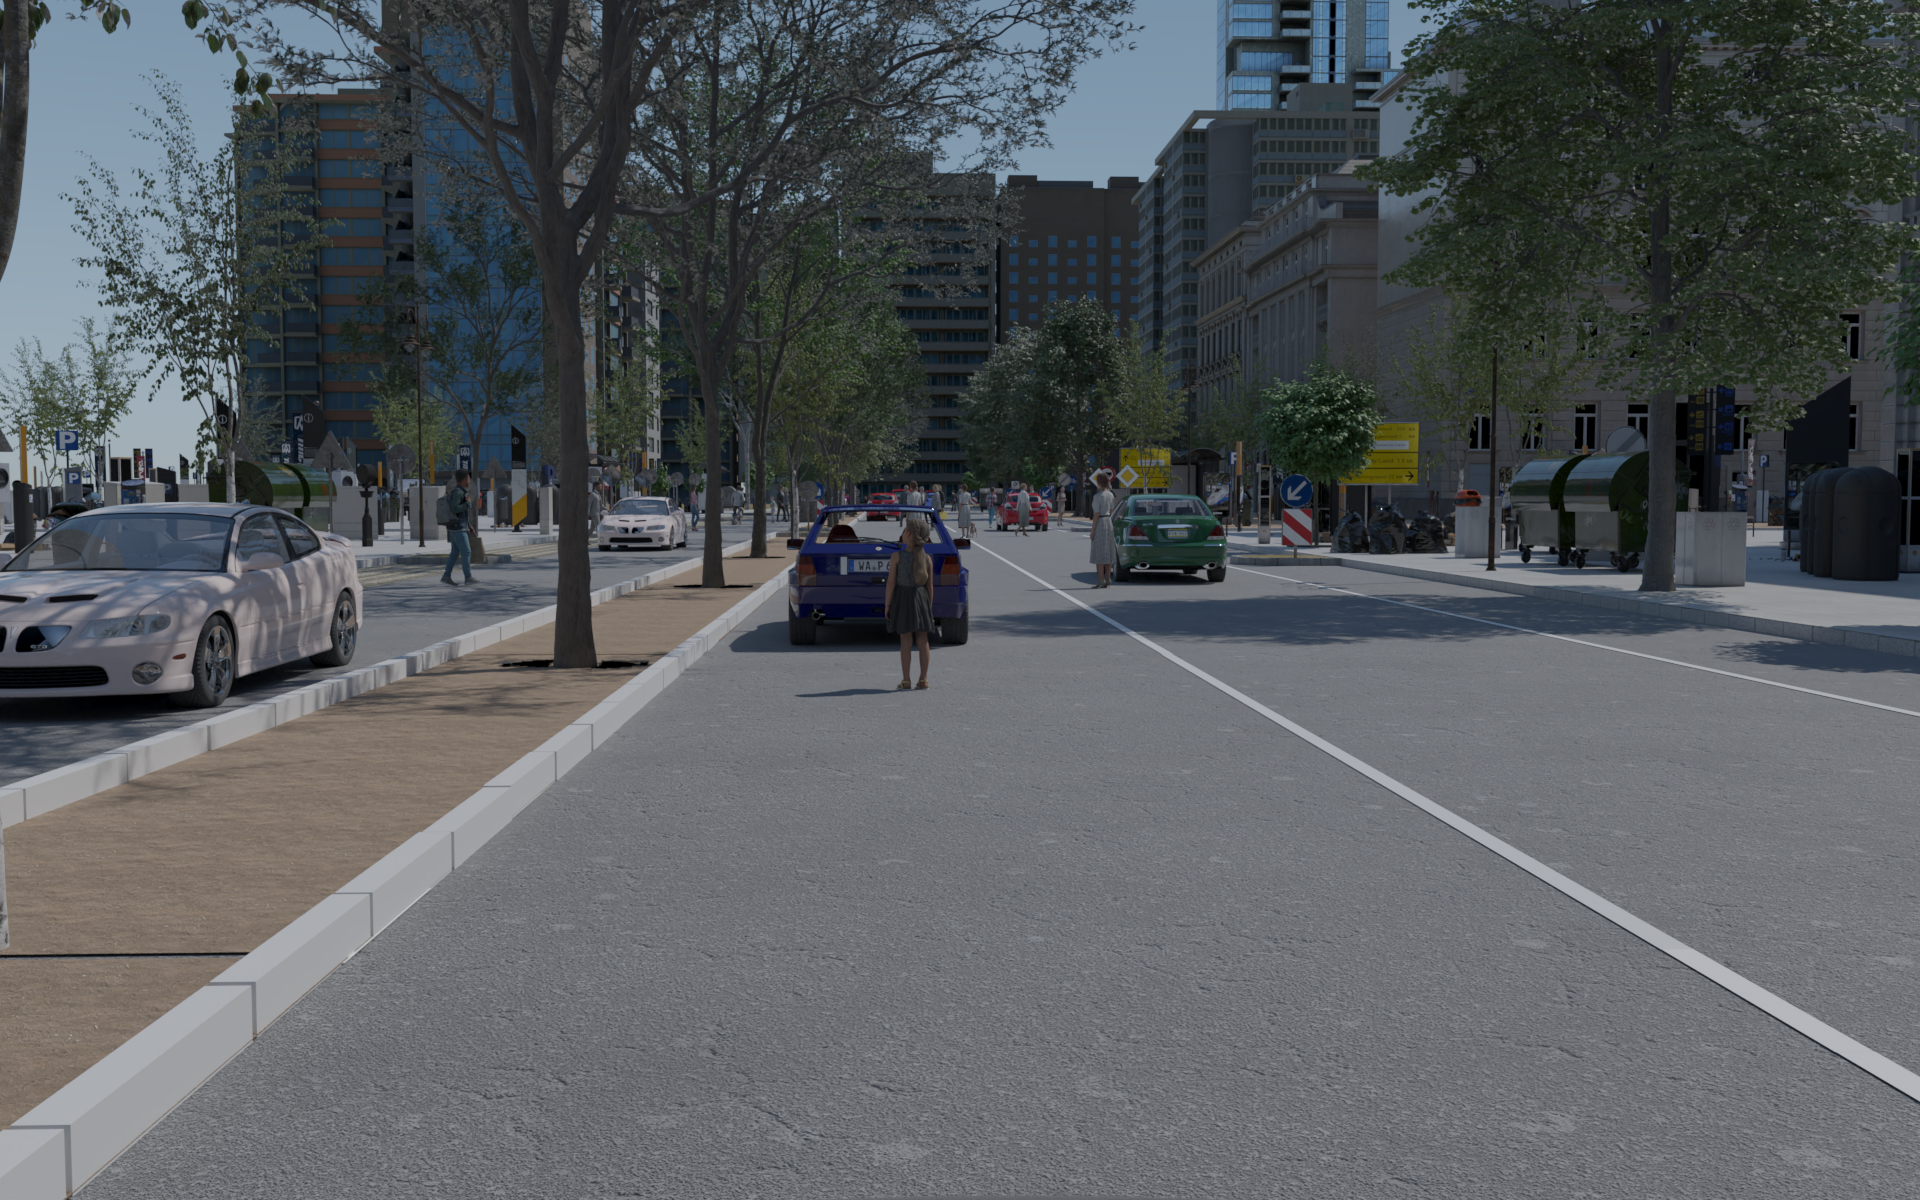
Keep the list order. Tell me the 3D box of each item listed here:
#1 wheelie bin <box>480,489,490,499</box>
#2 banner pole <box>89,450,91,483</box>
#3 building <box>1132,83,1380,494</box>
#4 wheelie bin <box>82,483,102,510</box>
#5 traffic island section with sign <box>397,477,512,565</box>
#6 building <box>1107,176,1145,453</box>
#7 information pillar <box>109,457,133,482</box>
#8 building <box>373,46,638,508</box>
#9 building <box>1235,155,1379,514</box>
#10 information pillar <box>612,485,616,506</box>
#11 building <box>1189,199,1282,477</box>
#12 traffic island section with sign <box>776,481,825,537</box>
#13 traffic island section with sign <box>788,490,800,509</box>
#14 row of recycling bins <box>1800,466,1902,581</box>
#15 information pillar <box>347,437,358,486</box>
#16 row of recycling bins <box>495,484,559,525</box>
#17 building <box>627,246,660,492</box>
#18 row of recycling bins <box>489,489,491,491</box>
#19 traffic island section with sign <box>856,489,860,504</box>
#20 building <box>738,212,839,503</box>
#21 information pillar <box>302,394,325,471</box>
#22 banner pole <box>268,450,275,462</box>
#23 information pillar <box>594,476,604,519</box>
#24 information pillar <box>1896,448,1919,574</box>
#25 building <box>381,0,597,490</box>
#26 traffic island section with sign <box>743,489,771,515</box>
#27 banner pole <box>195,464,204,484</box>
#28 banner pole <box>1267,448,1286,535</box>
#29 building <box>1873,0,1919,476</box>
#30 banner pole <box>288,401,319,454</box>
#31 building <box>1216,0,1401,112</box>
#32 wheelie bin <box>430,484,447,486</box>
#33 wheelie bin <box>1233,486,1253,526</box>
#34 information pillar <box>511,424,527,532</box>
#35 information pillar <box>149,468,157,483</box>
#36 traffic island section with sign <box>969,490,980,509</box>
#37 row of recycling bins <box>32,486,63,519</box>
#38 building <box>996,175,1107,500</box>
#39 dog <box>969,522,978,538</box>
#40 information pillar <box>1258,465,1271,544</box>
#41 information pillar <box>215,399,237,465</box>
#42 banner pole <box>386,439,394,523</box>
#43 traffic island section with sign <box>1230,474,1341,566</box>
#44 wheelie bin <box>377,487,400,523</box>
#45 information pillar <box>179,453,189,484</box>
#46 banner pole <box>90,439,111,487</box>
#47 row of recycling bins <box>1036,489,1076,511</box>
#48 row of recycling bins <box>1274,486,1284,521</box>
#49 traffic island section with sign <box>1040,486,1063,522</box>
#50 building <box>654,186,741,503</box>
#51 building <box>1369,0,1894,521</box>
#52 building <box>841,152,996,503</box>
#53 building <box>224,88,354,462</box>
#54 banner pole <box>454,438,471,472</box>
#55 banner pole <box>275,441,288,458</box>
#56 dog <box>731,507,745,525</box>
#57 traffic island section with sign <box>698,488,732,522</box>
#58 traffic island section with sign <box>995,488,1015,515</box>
[{"bbox_3d":[-31.184,-6.472,113.728,0.980,1.594,0.693,0,4,2],"label":"wheelie bin"},{"bbox_3d":[-41.702,-5.695,83.136,0.401,3.779,0.863,-2,4,-31],"label":"banner pole"},{"bbox_3d":[32.827,-29.127,168.107,32.217,40.220,23.993,0,4,-2],"label":"building"},{"bbox_3d":[-25.876,-2.644,51.131,0.980,1.594,0.693,-2,4,-26],"label":"wheelie bin"},{"bbox_3d":[-10.408,-1.668,35.894,1.989,1.847,2.006,0,4,-2],"label":"traffic island section with sign"},{"bbox_3d":[26.649,-36.512,247.081,14.200,45.320,14.600,0,4,-2],"label":"building"},{"bbox_3d":[-16.683,-1.835,34.487,0.304,2.012,0.304,2,4,28],"label":"information pillar"},{"bbox_3d":[-43.236,-31.398,167.979,22.147,44.769,28.867,0,4,-2],"label":"building"},{"bbox_3d":[26.393,-16.403,109.983,13.314,21.916,24.055,0,4,-2],"label":"building"},{"bbox_3d":[-26.721,-7.894,133.551,0.304,2.012,0.304,-2,4,-30],"label":"information pillar"},{"bbox_3d":[24.583,-18.543,132.054,11.050,23.489,19.941,0,4,-2],"label":"building"},{"bbox_3d":[-5.137,-3.065,58.243,2.006,1.907,1.989,0,4,-2],"label":"traffic island section with sign"},{"bbox_3d":[-15.756,-9.732,167.740,1.989,1.847,2.006,0,4,-2],"label":"traffic island section with sign"},{"bbox_3d":[13.844,-1.221,27.081,1.069,1.692,3.534,1,4,17],"label":"row of recycling bins"},{"bbox_3d":[-24.990,-4.886,71.236,0.504,3.616,0.183,2,4,24],"label":"information pillar"},{"bbox_3d":[-17.486,-3.970,72.027,3.534,1.692,1.069,-1,4,-23],"label":"row of recycling bins"},{"bbox_3d":[-41.303,-25.896,195.096,14.107,30.474,14.160,0,4,-2],"label":"building"},{"bbox_3d":[-35.324,-7.581,131.068,3.534,1.692,1.069,3,5,44],"label":"row of recycling bins"},{"bbox_3d":[-8.484,-8.109,140.721,2.006,1.907,1.989,0,4,-2],"label":"traffic island section with sign"},{"bbox_3d":[-24.072,-34.304,244.457,14.086,41.232,14.154,0,4,-2],"label":"building"},{"bbox_3d":[-15.148,-3.012,40.601,0.504,3.616,0.183,-1,4,-9],"label":"information pillar"},{"bbox_3d":[-38.995,-6.631,98.438,0.863,3.779,0.401,0,4,6],"label":"banner pole"},{"bbox_3d":[-14.828,-4.077,71.152,0.304,2.012,0.304,-3,5,-45],"label":"information pillar"},{"bbox_3d":[15.347,-1.438,28.002,0.304,2.012,0.304,-1,4,-15],"label":"information pillar"},{"bbox_3d":[-39.041,-30.345,146.253,14.600,45.320,14.200,0,4,-2],"label":"building"},{"bbox_3d":[-13.727,-6.673,117.724,1.989,1.847,2.006,0,4,-2],"label":"traffic island section with sign"},{"bbox_3d":[-54.207,-8.174,123.659,0.401,3.779,0.863,2,4,29],"label":"banner pole"},{"bbox_3d":[9.810,-3.910,53.951,0.863,3.779,0.401,0,4,-5],"label":"banner pole"},{"bbox_3d":[30.158,-11.698,33.060,13.314,21.916,24.055,0,4,-2],"label":"building"},{"bbox_3d":[-17.475,-3.455,46.508,0.863,3.779,0.401,-2,4,-27],"label":"banner pole"},{"bbox_3d":[49.661,-57.360,250.503,31.000,86.520,22.319,0,4,-2],"label":"building"},{"bbox_3d":[-16.230,-2.821,54.039,0.980,1.594,0.693,1,4,12],"label":"wheelie bin"},{"bbox_3d":[11.258,-3.736,68.999,0.693,1.594,0.980,0,4,-6],"label":"wheelie bin"},{"bbox_3d":[-14.761,-4.071,57.921,0.504,3.616,0.183,-1,4,-15],"label":"information pillar"},{"bbox_3d":[-22.798,-2.736,49.221,0.304,2.012,0.304,2,4,27],"label":"information pillar"},{"bbox_3d":[1.208,-9.753,168.090,1.989,1.847,2.006,0,4,-2],"label":"traffic island section with sign"},{"bbox_3d":[-46.254,-4.979,88.527,3.534,1.692,1.069,2,4,35],"label":"row of recycling bins"},{"bbox_3d":[12.483,-36.444,245.967,14.200,45.320,14.600,0,4,-2],"label":"building"},{"bbox_3d":[0.441,-2.314,57.120,0.406,0.507,0.540,-2,4,-25],"label":"dog"},{"bbox_3d":[7.834,-2.452,44.588,0.304,2.012,0.304,0,4,4],"label":"information pillar"},{"bbox_3d":[-17.500,-3.057,41.335,0.504,3.616,0.183,-3,5,-43],"label":"information pillar"},{"bbox_3d":[-25.645,-5.378,77.947,0.401,3.779,0.863,-3,5,-40],"label":"banner pole"},{"bbox_3d":[6.605,-1.641,35.453,1.989,1.847,2.006,0,4,-2],"label":"traffic island section with sign"},{"bbox_3d":[-25.892,-4.349,79.014,0.693,1.594,0.980,0,4,7],"label":"wheelie bin"},{"bbox_3d":[-44.167,-6.561,98.632,0.504,3.616,0.183,-1,4,-20],"label":"information pillar"},{"bbox_3d":[-38.990,-5.440,78.964,0.863,3.779,0.401,-2,4,-27],"label":"banner pole"},{"bbox_3d":[7.490,-7.640,132.029,3.534,1.692,1.069,-1,4,-21],"label":"row of recycling bins"},{"bbox_3d":[16.027,-4.733,84.498,1.069,1.692,3.534,0,4,-2],"label":"row of recycling bins"},{"bbox_3d":[4.348,-5.038,90.998,1.989,1.847,2.006,0,4,-2],"label":"traffic island section with sign"},{"bbox_3d":[-45.879,-36.285,247.885,28.867,44.769,22.147,0,4,-2],"label":"building"},{"bbox_3d":[34.660,-17.752,87.505,25.104,27.353,12.463,0,4,-2],"label":"building"},{"bbox_3d":[-6.042,-38.180,247.939,21.600,48.544,21.300,0,4,-2],"label":"building"},{"bbox_3d":[-62.910,-32.750,190.093,28.867,44.769,22.147,0,4,-2],"label":"building"},{"bbox_3d":[-22.258,-5.344,77.395,0.863,3.779,0.401,-1,4,-17],"label":"banner pole"},{"bbox_3d":[-28.043,-5.046,72.518,0.401,3.779,0.863,2,4,34],"label":"banner pole"},{"bbox_3d":[-10.402,-3.864,80.009,0.800,0.831,0.513,1,4,10],"label":"dog"},{"bbox_3d":[-12.626,-5.012,90.571,1.989,1.847,2.006,0,4,-2],"label":"traffic island section with sign"},{"bbox_3d":[3.242,-6.691,118.018,1.989,1.847,2.006,0,4,-2],"label":"traffic island section with sign"}]
